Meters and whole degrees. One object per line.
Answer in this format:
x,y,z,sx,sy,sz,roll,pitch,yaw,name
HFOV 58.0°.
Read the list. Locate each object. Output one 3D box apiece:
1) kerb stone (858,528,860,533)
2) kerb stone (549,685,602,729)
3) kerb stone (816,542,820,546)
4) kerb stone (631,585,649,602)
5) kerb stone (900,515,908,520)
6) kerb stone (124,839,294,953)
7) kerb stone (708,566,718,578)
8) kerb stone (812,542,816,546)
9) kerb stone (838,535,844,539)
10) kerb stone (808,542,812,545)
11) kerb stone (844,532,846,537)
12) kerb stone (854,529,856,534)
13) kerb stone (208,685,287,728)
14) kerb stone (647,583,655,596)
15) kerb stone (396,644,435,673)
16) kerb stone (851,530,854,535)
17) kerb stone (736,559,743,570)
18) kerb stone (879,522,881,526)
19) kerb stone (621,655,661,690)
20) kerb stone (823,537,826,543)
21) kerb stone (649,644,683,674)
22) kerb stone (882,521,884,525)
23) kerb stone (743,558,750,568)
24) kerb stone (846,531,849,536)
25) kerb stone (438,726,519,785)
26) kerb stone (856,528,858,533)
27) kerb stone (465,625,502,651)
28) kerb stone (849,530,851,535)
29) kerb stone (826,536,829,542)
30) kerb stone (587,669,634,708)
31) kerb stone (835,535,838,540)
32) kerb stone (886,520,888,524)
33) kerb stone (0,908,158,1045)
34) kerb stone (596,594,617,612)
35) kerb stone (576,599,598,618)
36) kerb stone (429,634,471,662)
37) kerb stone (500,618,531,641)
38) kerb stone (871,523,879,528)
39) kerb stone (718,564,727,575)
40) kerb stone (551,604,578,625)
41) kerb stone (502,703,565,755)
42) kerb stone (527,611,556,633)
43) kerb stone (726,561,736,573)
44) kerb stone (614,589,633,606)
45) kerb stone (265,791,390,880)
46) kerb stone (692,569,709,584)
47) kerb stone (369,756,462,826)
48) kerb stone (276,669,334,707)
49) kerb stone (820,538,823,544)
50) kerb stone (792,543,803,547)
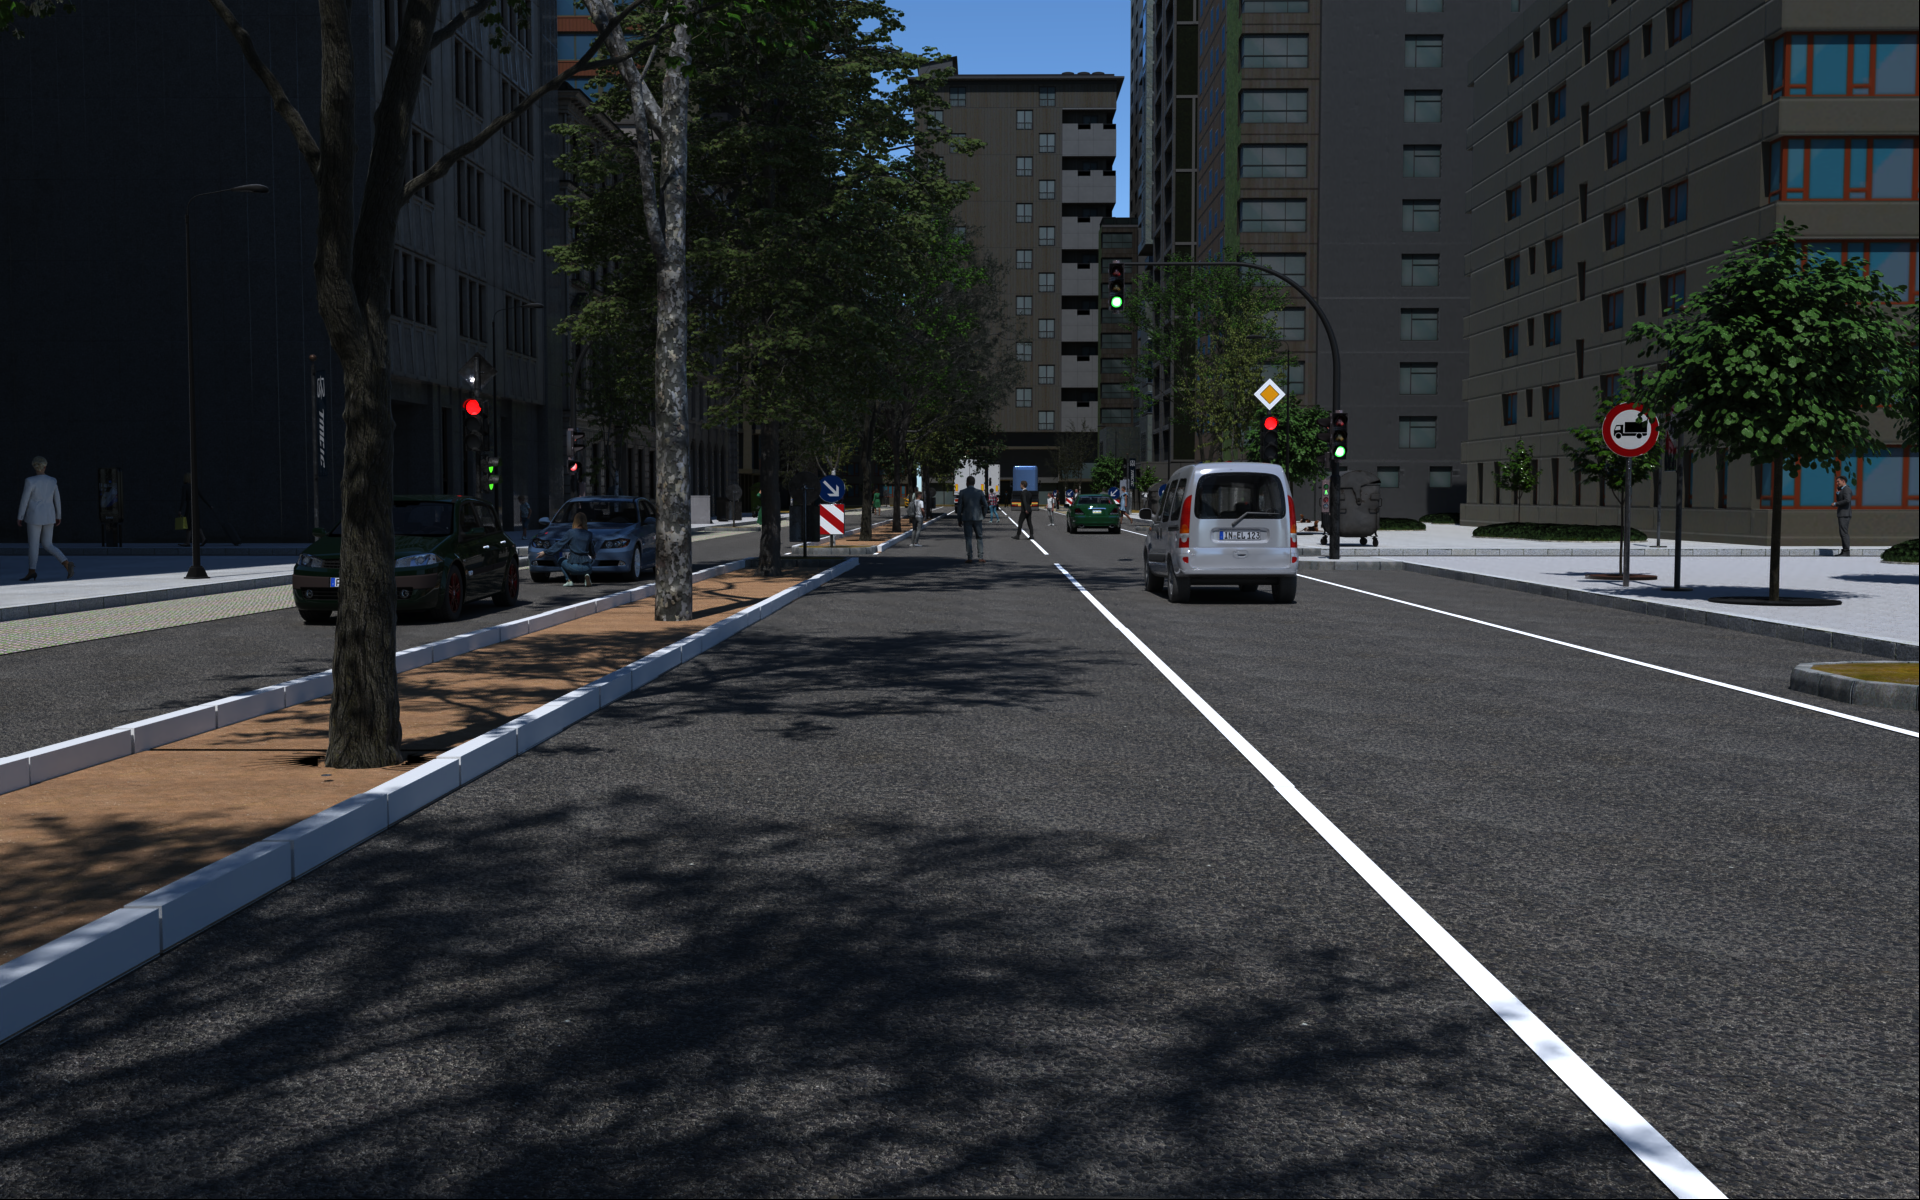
-3.808,-2.476,62.784,0.120,0.150,1.000,0,4,1,kerb stone
-2.464,0.684,11.008,0.120,0.150,1.000,0,4,1,kerb stone
-4.025,-1.538,47.438,0.120,0.150,1.000,0,4,1,kerb stone
-4.375,-0.067,23.297,0.120,0.150,1.000,0,4,1,kerb stone
-3.261,-4.801,100.691,0.120,0.150,1.000,0,4,1,kerb stone
-2.539,0.997,5.899,0.120,0.150,1.000,0,4,1,kerb stone
-4.294,-0.445,29.464,0.120,0.150,1.000,0,4,1,kerb stone
-4.045,-1.475,46.416,0.120,0.150,1.000,0,4,1,kerb stone
-3.914,-2.044,55.621,0.120,0.150,1.000,0,4,1,kerb stone
-4.068,-1.409,45.394,0.120,0.150,1.000,0,4,1,kerb stone
-3.897,-2.103,56.644,0.120,0.150,1.000,0,4,1,kerb stone
-3.846,-2.357,60.739,0.120,0.150,1.000,0,4,1,kerb stone
-4.559,0.684,11.016,0.120,0.150,1.000,0,4,1,kerb stone
-4.380,-0.131,24.330,0.120,0.150,1.000,0,4,1,kerb stone
-4.515,0.498,14.087,0.120,0.150,1.000,0,4,1,kerb stone
-3.853,-2.295,59.717,0.120,0.150,1.000,0,4,1,kerb stone
-4.250,-0.632,32.529,0.120,0.150,1.000,0,4,1,kerb stone
-3.631,-3.235,75.091,0.120,0.150,1.000,0,4,1,kerb stone
-2.430,0.558,13.067,0.120,0.150,1.000,0,4,1,kerb stone
-4.005,-1.669,49.482,0.120,0.150,1.000,0,4,1,kerb stone
-2.419,0.496,14.091,0.120,0.150,1.000,0,4,1,kerb stone
-3.607,-3.358,77.145,0.120,0.150,1.000,0,4,1,kerb stone
-4.230,-0.688,33.559,0.120,0.150,1.000,0,4,1,kerb stone
-3.878,-2.170,57.668,0.120,0.150,1.000,0,4,1,kerb stone
-2.492,0.809,8.965,0.120,0.150,1.000,0,4,1,kerb stone
-3.822,-2.420,61.761,0.120,0.150,1.000,0,4,1,kerb stone
-4.490,0.371,16.137,0.120,0.150,1.000,0,4,1,kerb stone
-3.865,-2.232,58.690,0.120,0.150,1.000,0,4,1,kerb stone
-3.987,-1.730,50.504,0.120,0.150,1.000,0,4,1,kerb stone
-2.448,0.621,12.045,0.120,0.150,1.000,0,4,1,kerb stone
-3.945,-1.916,53.576,0.120,0.150,1.000,0,4,1,kerb stone
-3.553,-3.545,80.219,0.120,0.150,1.000,0,4,1,kerb stone
-2.551,1.061,4.875,0.120,0.150,1.000,0,4,1,kerb stone
-4.408,0.058,21.252,0.120,0.150,1.000,0,4,1,kerb stone
-4.429,0.120,20.230,0.120,0.150,1.000,0,4,1,kerb stone
-4.494,0.433,15.109,0.120,0.150,1.000,0,4,1,kerb stone
-4.469,0.311,17.159,0.120,0.150,1.000,0,4,1,kerb stone
-3.644,-3.167,74.069,0.120,0.150,1.000,0,4,1,kerb stone
-4.277,-0.507,30.485,0.120,0.150,1.000,0,4,1,kerb stone
-4.443,0.183,19.208,0.120,0.150,1.000,0,4,1,kerb stone
-2.474,0.747,9.986,0.120,0.150,1.000,0,4,1,kerb stone
-4.452,0.249,18.185,0.120,0.150,1.000,0,4,1,kerb stone
-4.262,-0.570,31.507,0.120,0.150,1.000,0,4,1,kerb stone
-4.402,-0.005,22.274,0.120,0.150,1.000,0,4,1,kerb stone
-2.521,0.934,6.921,0.120,0.150,1.000,0,4,1,kerb stone
-4.307,-0.374,28.441,0.120,0.150,1.000,0,4,1,kerb stone
-2.508,0.880,7.943,0.120,0.150,1.000,0,4,1,kerb stone
-4.545,0.623,12.038,0.120,0.150,1.000,0,4,1,kerb stone
-4.018,-1.606,48.460,0.120,0.150,1.000,0,4,1,kerb stone
-4.093,-1.293,43.342,0.120,0.150,1.000,0,4,1,kerb stone
